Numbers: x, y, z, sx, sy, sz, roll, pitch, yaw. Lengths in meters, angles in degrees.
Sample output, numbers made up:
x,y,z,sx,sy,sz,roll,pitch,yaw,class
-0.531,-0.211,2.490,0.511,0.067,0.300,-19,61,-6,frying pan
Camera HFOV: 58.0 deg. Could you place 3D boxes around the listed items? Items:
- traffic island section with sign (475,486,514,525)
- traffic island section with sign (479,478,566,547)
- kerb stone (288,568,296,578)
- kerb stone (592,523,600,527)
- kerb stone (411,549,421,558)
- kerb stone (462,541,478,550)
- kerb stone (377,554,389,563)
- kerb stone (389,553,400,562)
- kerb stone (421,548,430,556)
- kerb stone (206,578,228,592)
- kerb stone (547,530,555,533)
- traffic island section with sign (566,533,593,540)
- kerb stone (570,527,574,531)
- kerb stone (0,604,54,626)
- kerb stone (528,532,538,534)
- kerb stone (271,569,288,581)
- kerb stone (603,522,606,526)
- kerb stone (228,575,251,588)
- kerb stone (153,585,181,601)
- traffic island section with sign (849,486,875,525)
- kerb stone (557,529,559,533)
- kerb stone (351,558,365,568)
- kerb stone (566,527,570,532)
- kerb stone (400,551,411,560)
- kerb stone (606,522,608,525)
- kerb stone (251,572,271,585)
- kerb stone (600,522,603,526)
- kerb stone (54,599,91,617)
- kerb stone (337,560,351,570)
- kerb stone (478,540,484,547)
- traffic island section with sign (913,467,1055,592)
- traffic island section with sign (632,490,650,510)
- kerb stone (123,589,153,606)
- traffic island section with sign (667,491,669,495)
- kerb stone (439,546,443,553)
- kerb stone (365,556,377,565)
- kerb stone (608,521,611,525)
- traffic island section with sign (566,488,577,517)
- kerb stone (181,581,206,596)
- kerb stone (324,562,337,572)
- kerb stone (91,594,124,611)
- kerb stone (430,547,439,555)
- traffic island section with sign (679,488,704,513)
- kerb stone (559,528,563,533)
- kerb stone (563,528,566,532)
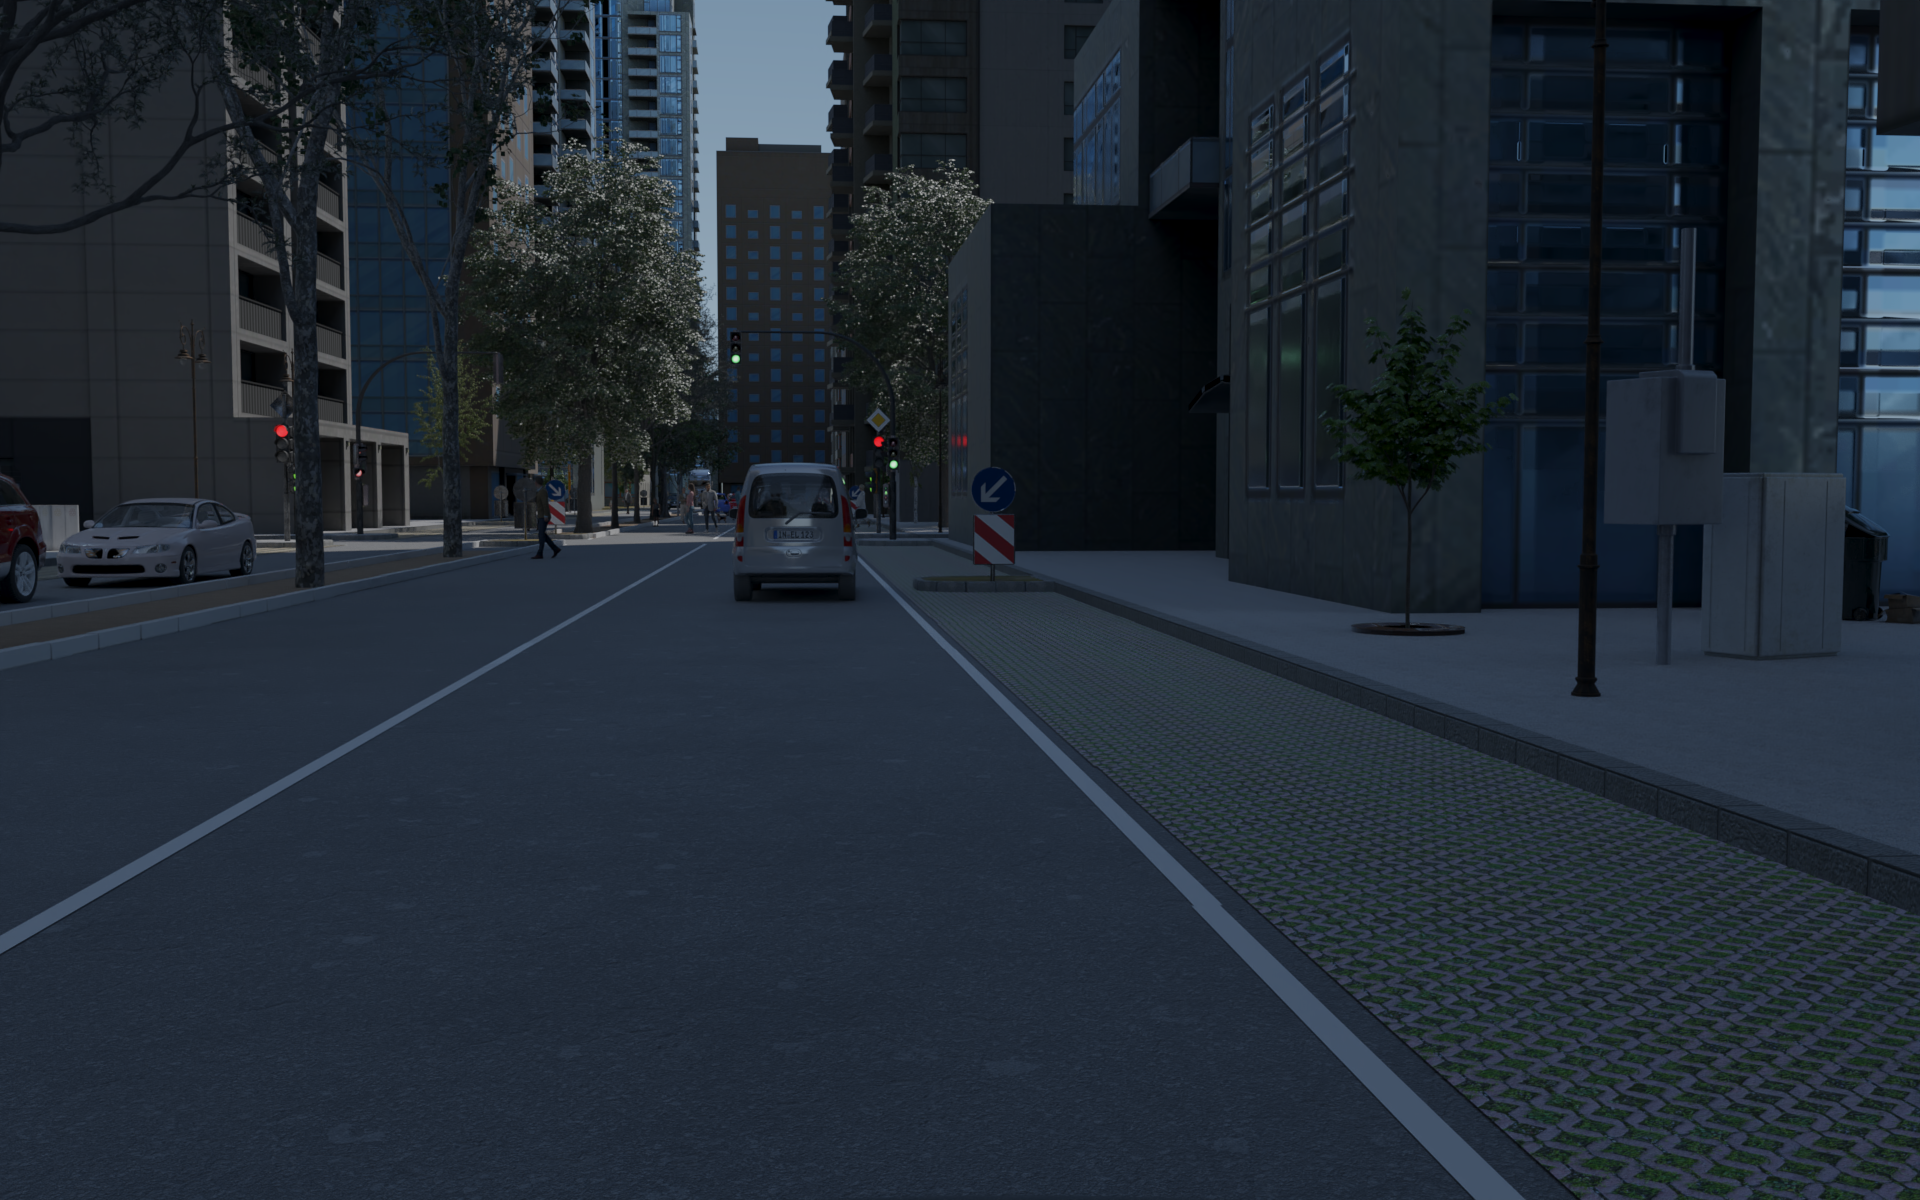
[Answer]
x,y,z,sx,sy,sz,roll,pitch,yaw,class
-21.154,-4.351,79.770,1.989,1.847,2.006,0,4,-5,traffic island section with sign
-12.147,-2.439,48.011,2.006,1.907,1.989,0,4,-5,traffic island section with sign
-11.433,-0.454,29.611,0.120,0.150,1.000,0,4,-5,kerb stone
-15.810,-3.232,75.042,0.120,0.150,1.000,0,4,-5,kerb stone
-12.316,-1.015,38.817,0.120,0.150,1.000,0,4,-5,kerb stone
-13.010,-1.454,45.962,0.120,0.150,1.000,0,4,-5,kerb stone
-12.022,-0.828,35.736,0.120,0.150,1.000,0,4,-5,kerb stone
-12.118,-0.889,36.770,0.120,0.150,1.000,0,4,-5,kerb stone
-12.422,-1.079,39.838,0.120,0.150,1.000,0,4,-5,kerb stone
-11.043,-0.203,25.522,0.120,0.150,1.000,0,4,-5,kerb stone
-14.427,-2.356,60.751,0.120,0.150,1.000,0,4,-5,kerb stone
-12.847,-2.890,55.385,2.006,1.907,1.989,0,4,-5,traffic island section with sign
-14.916,-2.666,65.848,0.120,0.150,1.000,0,4,-5,kerb stone
-10.454,0.171,19.398,0.120,0.150,1.000,0,4,-5,kerb stone
-14.033,-2.108,56.664,0.120,0.150,1.000,0,4,-5,kerb stone
-11.339,-0.391,28.591,0.120,0.150,1.000,0,4,-5,kerb stone
-15.998,-3.356,77.081,0.120,0.150,1.000,0,4,-5,kerb stone
-11.137,-0.265,26.554,0.120,0.150,1.000,0,4,-5,kerb stone
-10.845,-0.079,23.486,0.120,0.150,1.000,0,4,-5,kerb stone
-5.042,-4.474,81.775,1.989,1.847,2.006,0,4,-5,traffic island section with sign
-14.523,-2.421,61.771,0.120,0.150,1.000,0,4,-5,kerb stone
-11.819,-0.703,33.696,0.120,0.150,1.000,0,4,-5,kerb stone
-14.819,-2.608,64.830,0.120,0.150,1.000,0,4,-5,kerb stone
-12.218,-0.954,37.790,0.120,0.150,1.000,0,4,-5,kerb stone
-16.093,-3.417,78.099,0.120,0.150,1.000,0,4,-5,kerb stone
-11.231,-0.329,27.572,0.120,0.150,1.000,0,4,-5,kerb stone
-15.895,-3.295,76.061,0.120,0.150,1.000,0,4,-5,kerb stone
-10.550,0.108,20.424,0.120,0.150,1.000,0,4,-5,kerb stone
-11.729,-0.640,32.664,0.120,0.150,1.000,0,4,-5,kerb stone
-13.102,-1.512,46.980,0.120,0.150,1.000,0,4,-5,kerb stone
0.310,-1.065,26.045,1.989,1.847,2.006,0,4,-5,traffic island section with sign
-28.518,-9.042,156.459,1.989,1.847,2.006,0,4,-5,traffic island section with sign
-10.748,-0.017,22.467,0.120,0.150,1.000,0,4,-5,kerb stone
-31.109,-10.683,183.290,1.989,1.847,2.006,0,4,-5,traffic island section with sign
-12.612,-1.204,41.875,0.120,0.150,1.000,0,4,-5,kerb stone
-11.923,-0.766,34.712,0.120,0.150,1.000,0,4,-5,kerb stone
-16.188,-3.477,79.117,0.120,0.150,1.000,0,4,-5,kerb stone
-23.755,-6.008,106.855,1.989,1.847,2.006,0,4,-5,traffic island section with sign
-10.938,-0.141,24.505,0.120,0.150,1.000,0,4,-5,kerb stone
-11.630,-0.578,31.647,0.120,0.150,1.000,0,4,-5,kerb stone
-10.645,0.050,21.449,0.120,0.150,1.000,0,4,-5,kerb stone
-12.511,-1.141,40.856,0.120,0.150,1.000,0,4,-5,kerb stone
-20.047,-7.464,130.179,2.006,1.907,1.989,0,4,-5,traffic island section with sign
-14.617,-2.482,62.789,0.120,0.150,1.000,0,4,-5,kerb stone
-14.719,-2.543,63.809,0.120,0.150,1.000,0,4,-5,kerb stone
